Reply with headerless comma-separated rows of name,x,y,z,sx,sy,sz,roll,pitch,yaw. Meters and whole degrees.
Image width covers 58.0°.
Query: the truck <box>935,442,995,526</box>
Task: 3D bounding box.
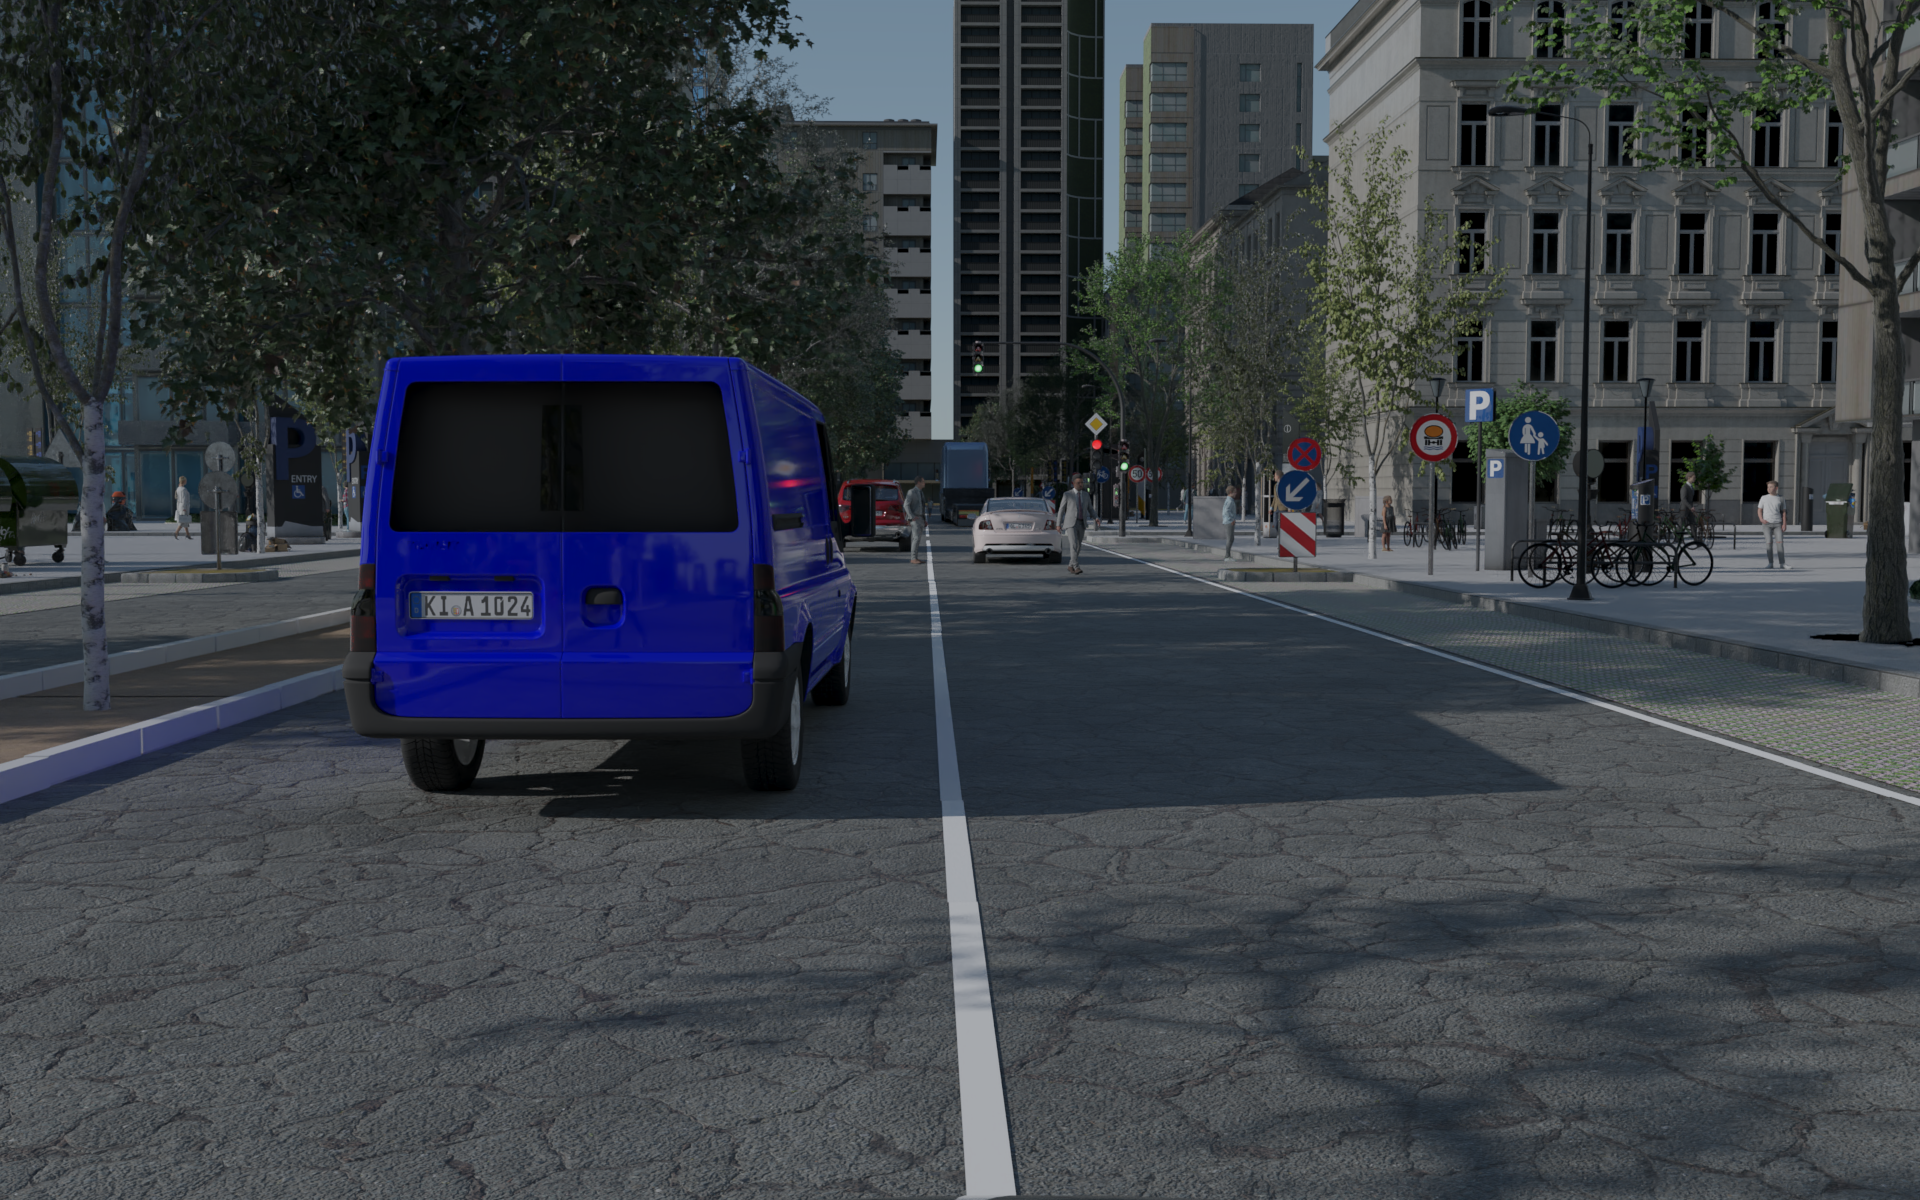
truck,0.583,-5.782,84.298,2.967,4.110,18.799,0,4,-3

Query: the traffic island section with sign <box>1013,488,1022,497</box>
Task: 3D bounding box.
traffic island section with sign,3.618,-6.353,112.502,1.989,1.847,2.006,0,4,-1

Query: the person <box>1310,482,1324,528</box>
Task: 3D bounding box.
person,13.423,-3.558,64.959,0.466,1.731,0.760,3,4,37

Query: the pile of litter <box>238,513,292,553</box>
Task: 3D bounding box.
pile of litter,-15.485,-1.516,38.746,1.176,0.858,1.719,1,4,13

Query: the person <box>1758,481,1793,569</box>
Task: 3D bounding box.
person,14.003,-1.290,29.735,0.503,1.515,0.523,0,4,-6

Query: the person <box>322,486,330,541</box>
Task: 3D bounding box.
person,-17.398,-2.470,46.819,0.661,1.777,0.834,1,4,22

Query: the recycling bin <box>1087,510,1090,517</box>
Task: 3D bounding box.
recycling bin,7.327,-5.188,97.386,0.722,1.027,0.722,0,4,5

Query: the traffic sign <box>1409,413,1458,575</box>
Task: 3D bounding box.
traffic sign,7.456,-1.667,27.364,0.768,2.556,0.104,0,4,0

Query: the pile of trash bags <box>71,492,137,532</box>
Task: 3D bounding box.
pile of trash bags,-29.774,-3.108,60.575,1.912,1.369,3.447,-1,4,-13

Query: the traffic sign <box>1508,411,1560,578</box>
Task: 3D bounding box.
traffic sign,8.766,-1.616,26.535,0.768,2.556,0.104,0,4,5

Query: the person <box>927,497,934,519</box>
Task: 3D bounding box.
person,-1.703,-5.270,99.356,0.332,1.250,0.352,3,5,41

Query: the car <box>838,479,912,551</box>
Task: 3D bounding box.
car,-2.282,-2.205,44.724,2.281,1.827,5.304,0,4,-2

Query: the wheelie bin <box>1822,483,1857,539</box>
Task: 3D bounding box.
wheelie bin,25.459,-2.582,50.121,0.693,1.594,0.980,-3,5,-41

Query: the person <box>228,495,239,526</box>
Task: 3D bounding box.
person,-29.332,-3.920,69.936,0.447,1.846,0.655,0,4,1

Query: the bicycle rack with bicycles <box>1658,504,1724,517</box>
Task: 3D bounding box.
bicycle rack with bicycles,25.580,-2.915,61.041,2.852,0.926,2.925,-1,4,-20

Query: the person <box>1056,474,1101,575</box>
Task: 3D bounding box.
person,2.085,-1.356,30.943,0.678,1.792,0.850,-1,4,-22

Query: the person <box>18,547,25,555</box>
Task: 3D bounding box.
person,-19.818,-1.854,36.464,0.694,1.812,0.767,0,4,-7

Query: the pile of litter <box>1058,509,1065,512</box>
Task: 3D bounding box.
pile of litter,7.099,-6.791,124.998,1.176,0.858,1.719,-3,4,-38

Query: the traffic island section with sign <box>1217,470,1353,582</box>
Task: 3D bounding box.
traffic island section with sign,5.367,-1.245,28.986,1.989,1.847,2.006,0,4,-1

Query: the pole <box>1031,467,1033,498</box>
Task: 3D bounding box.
pole,5.489,-8.457,132.116,0.158,3.312,0.155,0,3,0

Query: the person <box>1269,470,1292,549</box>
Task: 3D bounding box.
person,7.481,-2.104,40.359,0.656,1.842,0.836,2,4,29

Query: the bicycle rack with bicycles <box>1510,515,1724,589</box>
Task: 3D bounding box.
bicycle rack with bicycles,9.102,-0.675,24.418,2.925,0.926,2.852,0,4,5

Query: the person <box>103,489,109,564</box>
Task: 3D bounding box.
person,-15.878,-1.424,31.923,0.503,1.515,0.523,2,4,33

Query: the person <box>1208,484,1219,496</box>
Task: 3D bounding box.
person,13.968,-5.506,95.846,0.659,1.850,0.755,3,5,44

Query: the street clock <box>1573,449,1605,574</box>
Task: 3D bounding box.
street clock,10.094,-1.424,27.854,0.471,2.002,0.358,-2,4,-25

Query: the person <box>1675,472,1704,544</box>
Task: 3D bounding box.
person,18.905,-2.388,44.856,0.755,1.850,0.659,3,5,41

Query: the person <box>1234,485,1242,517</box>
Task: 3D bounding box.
person,15.830,-5.668,98.693,0.573,1.828,0.580,2,4,26

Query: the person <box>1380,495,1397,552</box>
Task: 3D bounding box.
person,9.579,-1.708,38.642,0.362,1.253,0.373,-2,4,-28

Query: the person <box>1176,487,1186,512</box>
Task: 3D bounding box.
person,16.239,-7.380,126.555,0.795,1.843,0.661,0,4,-4

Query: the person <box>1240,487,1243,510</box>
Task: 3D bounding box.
person,16.972,-5.929,103.737,0.466,1.731,0.760,0,4,-6

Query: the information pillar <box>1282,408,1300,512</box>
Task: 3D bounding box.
information pillar,8.996,-3.413,47.152,0.504,3.616,0.183,2,4,35

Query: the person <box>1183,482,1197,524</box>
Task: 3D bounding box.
person,9.730,-4.082,73.135,0.623,1.781,0.721,1,4,12

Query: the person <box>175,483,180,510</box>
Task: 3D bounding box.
person,-30.979,-3.818,69.012,0.362,1.759,0.519,2,4,31

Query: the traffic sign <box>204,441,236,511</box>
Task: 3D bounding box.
traffic sign,-17.881,-2.554,41.856,0.768,2.556,0.104,0,4,4

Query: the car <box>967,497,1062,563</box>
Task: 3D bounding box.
car,1.194,-1.519,37.203,2.083,1.381,4.827,0,4,0

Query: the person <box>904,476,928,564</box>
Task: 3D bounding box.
person,-0.893,-1.660,35.744,0.391,1.810,0.635,1,4,17

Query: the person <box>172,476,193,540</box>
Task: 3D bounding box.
person,-21.854,-2.584,48.638,0.624,1.780,0.694,-2,4,-34

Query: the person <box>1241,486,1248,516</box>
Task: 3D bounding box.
person,16.550,-5.725,100.213,0.524,1.755,0.480,3,5,41

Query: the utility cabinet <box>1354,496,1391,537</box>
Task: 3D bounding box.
utility cabinet,12.333,-2.482,51.739,1.020,1.237,0.306,2,4,26

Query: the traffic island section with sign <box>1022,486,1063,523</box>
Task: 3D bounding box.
traffic island section with sign,4.202,-4.680,85.140,1.989,1.847,2.006,0,4,-1

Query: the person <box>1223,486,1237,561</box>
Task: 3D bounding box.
person,5.717,-1.610,36.641,0.330,1.601,0.589,1,4,16

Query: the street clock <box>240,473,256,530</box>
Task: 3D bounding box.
street clock,-24.272,-3.337,59.126,0.471,2.002,0.358,0,4,4

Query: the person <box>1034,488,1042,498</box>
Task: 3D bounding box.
person,7.536,-9.513,161.561,1.348,1.826,0.705,2,4,29

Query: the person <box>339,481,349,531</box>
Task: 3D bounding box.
person,-20.788,-3.189,59.026,0.643,1.720,0.563,1,4,10

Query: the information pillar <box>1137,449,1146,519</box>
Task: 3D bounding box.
information pillar,9.390,-6.010,89.624,0.183,3.616,0.504,-3,5,-44

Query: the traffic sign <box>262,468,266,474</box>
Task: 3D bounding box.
traffic sign,-18.586,-2.889,47.233,0.884,2.594,0.081,0,4,2

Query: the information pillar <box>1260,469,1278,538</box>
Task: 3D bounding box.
information pillar,9.037,-2.809,50.415,0.304,2.012,0.304,-2,4,-29

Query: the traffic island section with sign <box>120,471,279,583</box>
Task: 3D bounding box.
traffic island section with sign,-12.452,-1.223,28.630,1.989,1.847,2.006,0,4,-1

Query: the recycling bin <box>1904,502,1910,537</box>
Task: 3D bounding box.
recycling bin,28.555,-2.439,52.424,0.722,1.027,0.722,-3,4,-37

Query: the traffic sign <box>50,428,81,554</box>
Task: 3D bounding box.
traffic sign,-17.822,-2.098,34.311,0.884,2.594,0.081,0,4,2
